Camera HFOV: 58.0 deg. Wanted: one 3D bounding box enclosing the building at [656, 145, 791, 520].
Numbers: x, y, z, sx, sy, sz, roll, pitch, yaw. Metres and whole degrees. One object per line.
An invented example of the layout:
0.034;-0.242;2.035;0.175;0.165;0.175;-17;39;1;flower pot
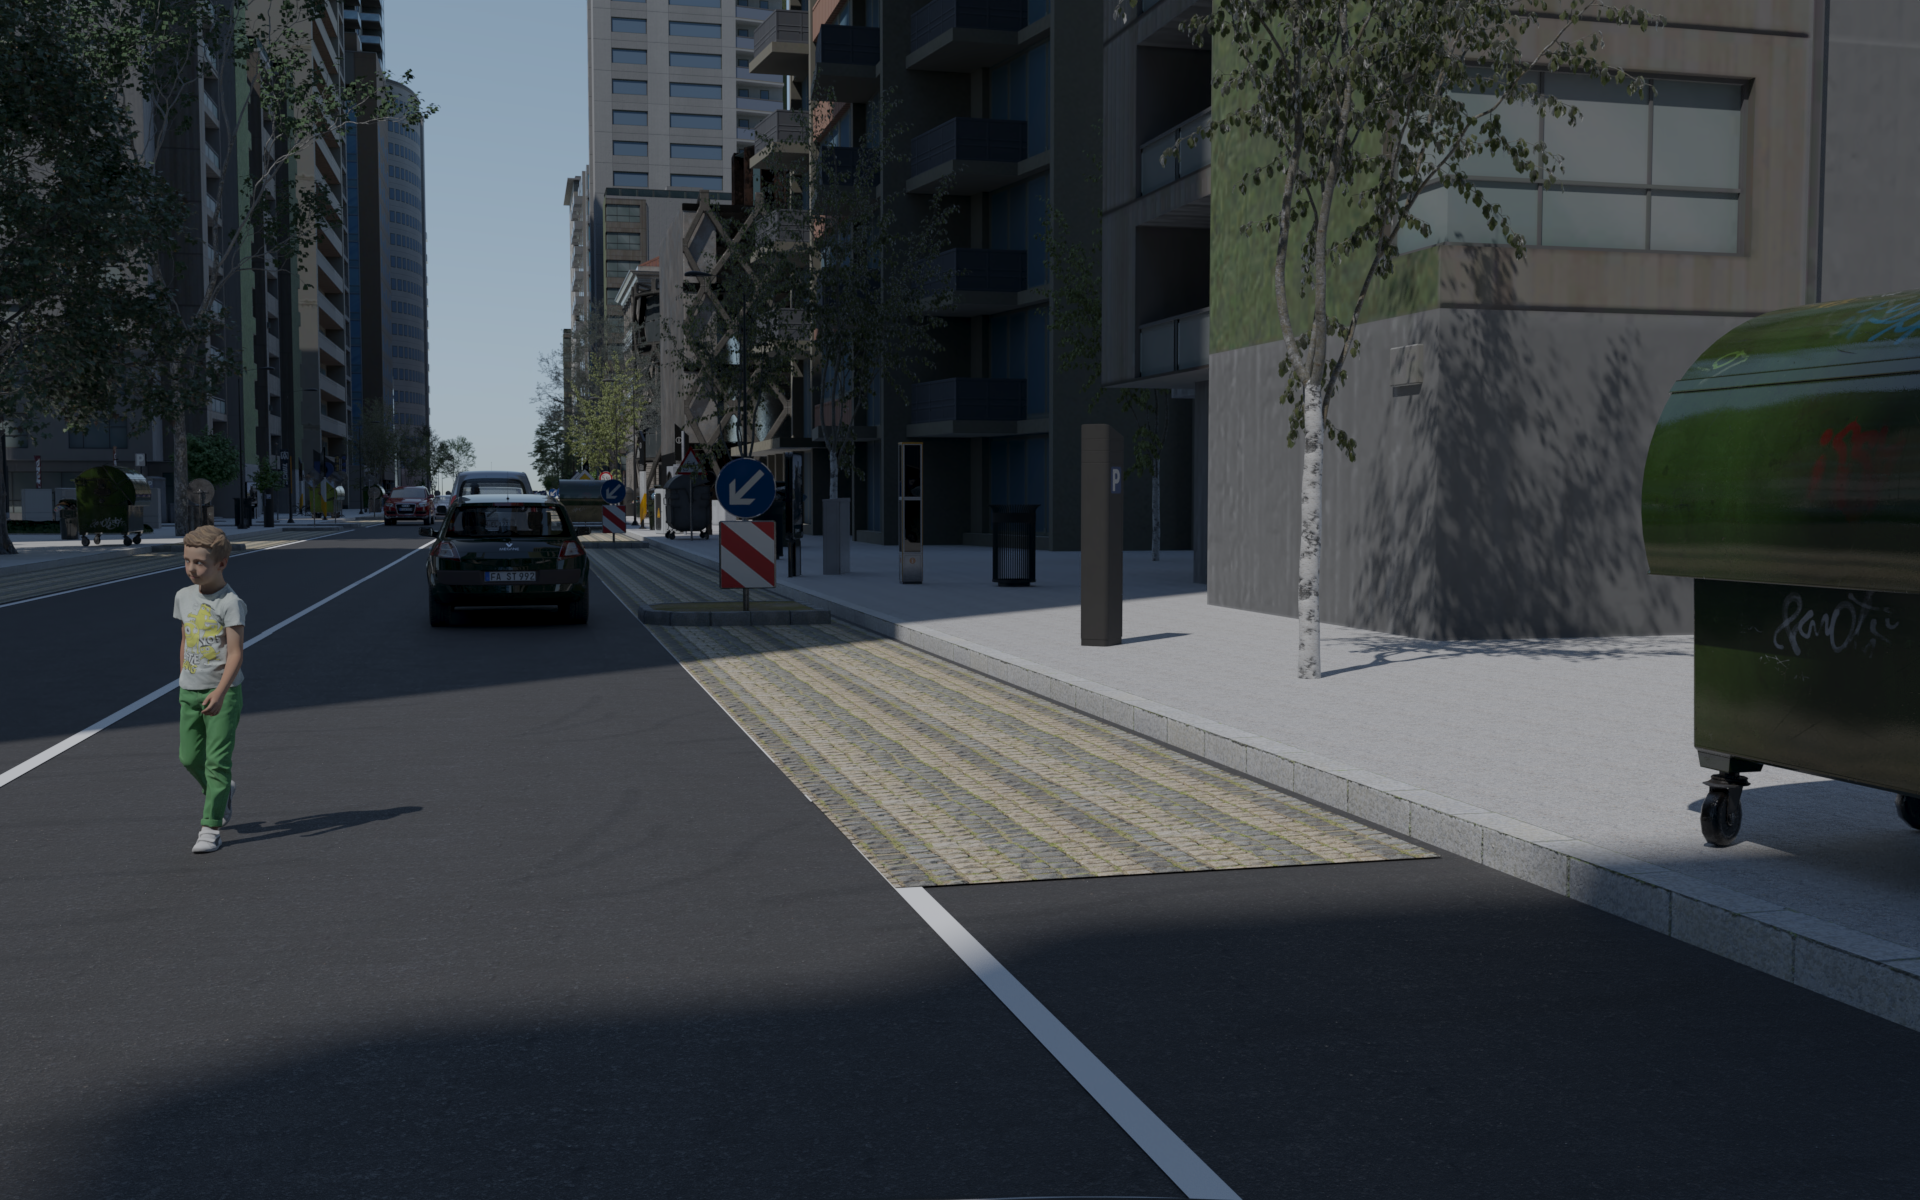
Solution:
-6.727;-13.707;91.568;16.811;18.784;16.820;-1;4;-14;building

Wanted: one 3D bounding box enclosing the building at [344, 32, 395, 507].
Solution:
-64.073;-31.885;171.437;14.600;45.320;14.200;-1;4;-14;building

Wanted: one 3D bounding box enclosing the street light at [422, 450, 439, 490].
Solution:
-56.137;-12.861;182.812;1.470;5.913;1.316;-1;4;-14;street light

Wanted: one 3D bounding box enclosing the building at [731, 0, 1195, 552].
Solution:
5.378;-24.314;52.159;22.147;44.769;28.867;-1;4;-14;building

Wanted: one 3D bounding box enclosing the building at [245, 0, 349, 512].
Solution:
-59.368;-31.098;132.154;21.300;48.544;21.600;-1;4;-14;building

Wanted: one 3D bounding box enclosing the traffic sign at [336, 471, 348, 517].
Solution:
-34.071;-5.825;95.352;0.768;2.556;0.104;-1;4;-12;traffic sign

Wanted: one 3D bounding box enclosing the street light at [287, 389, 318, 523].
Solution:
-28.942;-6.341;76.211;1.470;5.913;1.316;-1;4;-14;street light

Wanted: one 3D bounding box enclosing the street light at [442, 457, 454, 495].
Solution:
-68.063;-15.719;229.539;1.470;5.913;1.316;-1;4;-14;street light

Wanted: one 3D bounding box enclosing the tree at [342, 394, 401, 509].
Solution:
-44.903;-11.099;131.827;4.360;8.622;3.978;0;3;0;tree

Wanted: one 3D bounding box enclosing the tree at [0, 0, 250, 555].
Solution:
-20.638;-7.323;36.732;9.611;12.733;9.660;0;3;0;tree

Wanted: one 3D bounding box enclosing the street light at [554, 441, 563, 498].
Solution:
-35.803;-11.279;156.949;1.470;5.913;1.316;-1;4;-14;street light

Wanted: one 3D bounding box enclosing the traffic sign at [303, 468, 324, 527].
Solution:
-25.203;-3.910;67.578;0.795;2.450;0.064;-1;4;-14;traffic sign

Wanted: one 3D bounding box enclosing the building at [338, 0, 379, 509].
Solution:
-63.129;-43.713;152.961;20.563;71.187;20.611;-1;4;-14;building

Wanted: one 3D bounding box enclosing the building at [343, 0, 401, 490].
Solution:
-73.772;-53.720;190.993;22.319;86.520;31.000;-1;4;-14;building

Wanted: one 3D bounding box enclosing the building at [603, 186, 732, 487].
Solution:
-27.184;-24.171;166.890;14.160;30.474;14.107;-1;4;-14;building

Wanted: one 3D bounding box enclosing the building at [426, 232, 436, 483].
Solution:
-94.536;-39.755;269.603;23.786;49.044;30.456;-1;4;-14;building

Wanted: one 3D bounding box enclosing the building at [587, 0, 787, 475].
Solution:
-29.349;-39.475;187.423;21.231;58.520;28.212;-1;4;-14;building

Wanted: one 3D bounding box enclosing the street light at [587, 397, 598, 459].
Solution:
-17.051;-6.769;83.207;1.470;5.913;1.316;-1;4;-14;street light

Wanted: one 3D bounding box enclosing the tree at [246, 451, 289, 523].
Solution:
-31.169;-5.097;77.945;1.663;3.219;1.824;0;3;0;tree

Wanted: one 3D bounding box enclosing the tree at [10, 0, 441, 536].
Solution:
-22.527;-11.960;51.435;12.611;20.169;13.585;0;3;0;tree

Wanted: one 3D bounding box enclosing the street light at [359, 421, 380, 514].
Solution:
-37.631;-8.427;110.326;1.470;5.913;1.316;-1;4;-14;street light

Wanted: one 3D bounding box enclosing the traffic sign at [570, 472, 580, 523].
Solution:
-17.143;-4.538;77.841;0.795;2.450;0.064;-1;4;-14;traffic sign

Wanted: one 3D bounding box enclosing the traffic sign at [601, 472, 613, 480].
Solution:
-20.027;-5.990;98.040;0.768;2.556;0.104;0;4;-7;traffic sign

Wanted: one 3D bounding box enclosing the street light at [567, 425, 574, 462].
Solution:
-25.680;-8.837;117.027;1.470;5.913;1.316;-1;4;-14;street light

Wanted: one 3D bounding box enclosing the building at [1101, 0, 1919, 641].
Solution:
9.251;-20.710;22.206;14.154;41.232;14.086;-1;4;-14;building

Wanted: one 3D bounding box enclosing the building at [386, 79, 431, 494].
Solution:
-85.735;-42.741;240.817;21.231;58.520;28.212;-1;4;-14;building

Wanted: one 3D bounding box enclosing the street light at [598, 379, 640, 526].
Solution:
-13.734;-5.968;70.119;1.470;5.913;1.316;-1;4;-14;street light

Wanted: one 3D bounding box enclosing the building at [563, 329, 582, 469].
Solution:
-61.820;-32.400;301.437;14.160;30.474;14.107;-1;4;-14;building

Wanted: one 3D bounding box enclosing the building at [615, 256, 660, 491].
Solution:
-21.816;-18.720;142.222;11.583;22.565;21.152;-1;4;-14;building

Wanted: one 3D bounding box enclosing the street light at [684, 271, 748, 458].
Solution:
-5.049;-3.900;36.312;1.470;5.913;1.316;-1;4;-14;street light

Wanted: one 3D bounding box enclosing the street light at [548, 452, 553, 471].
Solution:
-44.502;-13.385;191.382;1.470;5.913;1.316;-1;4;-14;street light

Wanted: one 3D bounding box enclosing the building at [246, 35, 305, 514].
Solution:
-49.669;-20.602;108.540;14.160;30.474;14.107;-1;4;-14;building

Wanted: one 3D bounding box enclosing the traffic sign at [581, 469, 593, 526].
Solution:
-15.173;-4.065;70.102;0.795;2.450;0.064;-1;4;-14;traffic sign

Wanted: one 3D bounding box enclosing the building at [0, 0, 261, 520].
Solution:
-44.081;-24.665;86.872;14.154;41.232;14.086;-1;4;-14;building

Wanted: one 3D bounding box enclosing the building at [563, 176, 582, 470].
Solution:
-49.315;-42.402;282.507;28.713;52.752;27.495;-1;4;-14;building

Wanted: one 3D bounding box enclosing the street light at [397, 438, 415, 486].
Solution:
-47.505;-10.791;148.966;1.470;5.913;1.316;-1;4;-14;street light

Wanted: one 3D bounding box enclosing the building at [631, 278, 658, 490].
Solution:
-15.072;-15.722;124.501;16.820;18.784;16.811;-1;4;-14;building

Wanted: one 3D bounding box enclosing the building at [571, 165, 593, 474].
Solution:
-45.226;-38.790;253.817;23.786;49.044;30.456;-1;4;-14;building

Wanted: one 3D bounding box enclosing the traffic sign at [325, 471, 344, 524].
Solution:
-27.174;-4.384;75.317;0.795;2.450;0.064;-1;4;-14;traffic sign

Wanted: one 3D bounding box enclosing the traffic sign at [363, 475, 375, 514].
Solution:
-38.657;-6.926;113.351;0.768;2.556;0.104;-1;4;-12;traffic sign

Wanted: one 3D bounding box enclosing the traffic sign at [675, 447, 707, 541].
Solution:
-7.375;-2.907;47.531;0.884;2.594;0.081;0;4;-6;traffic sign
